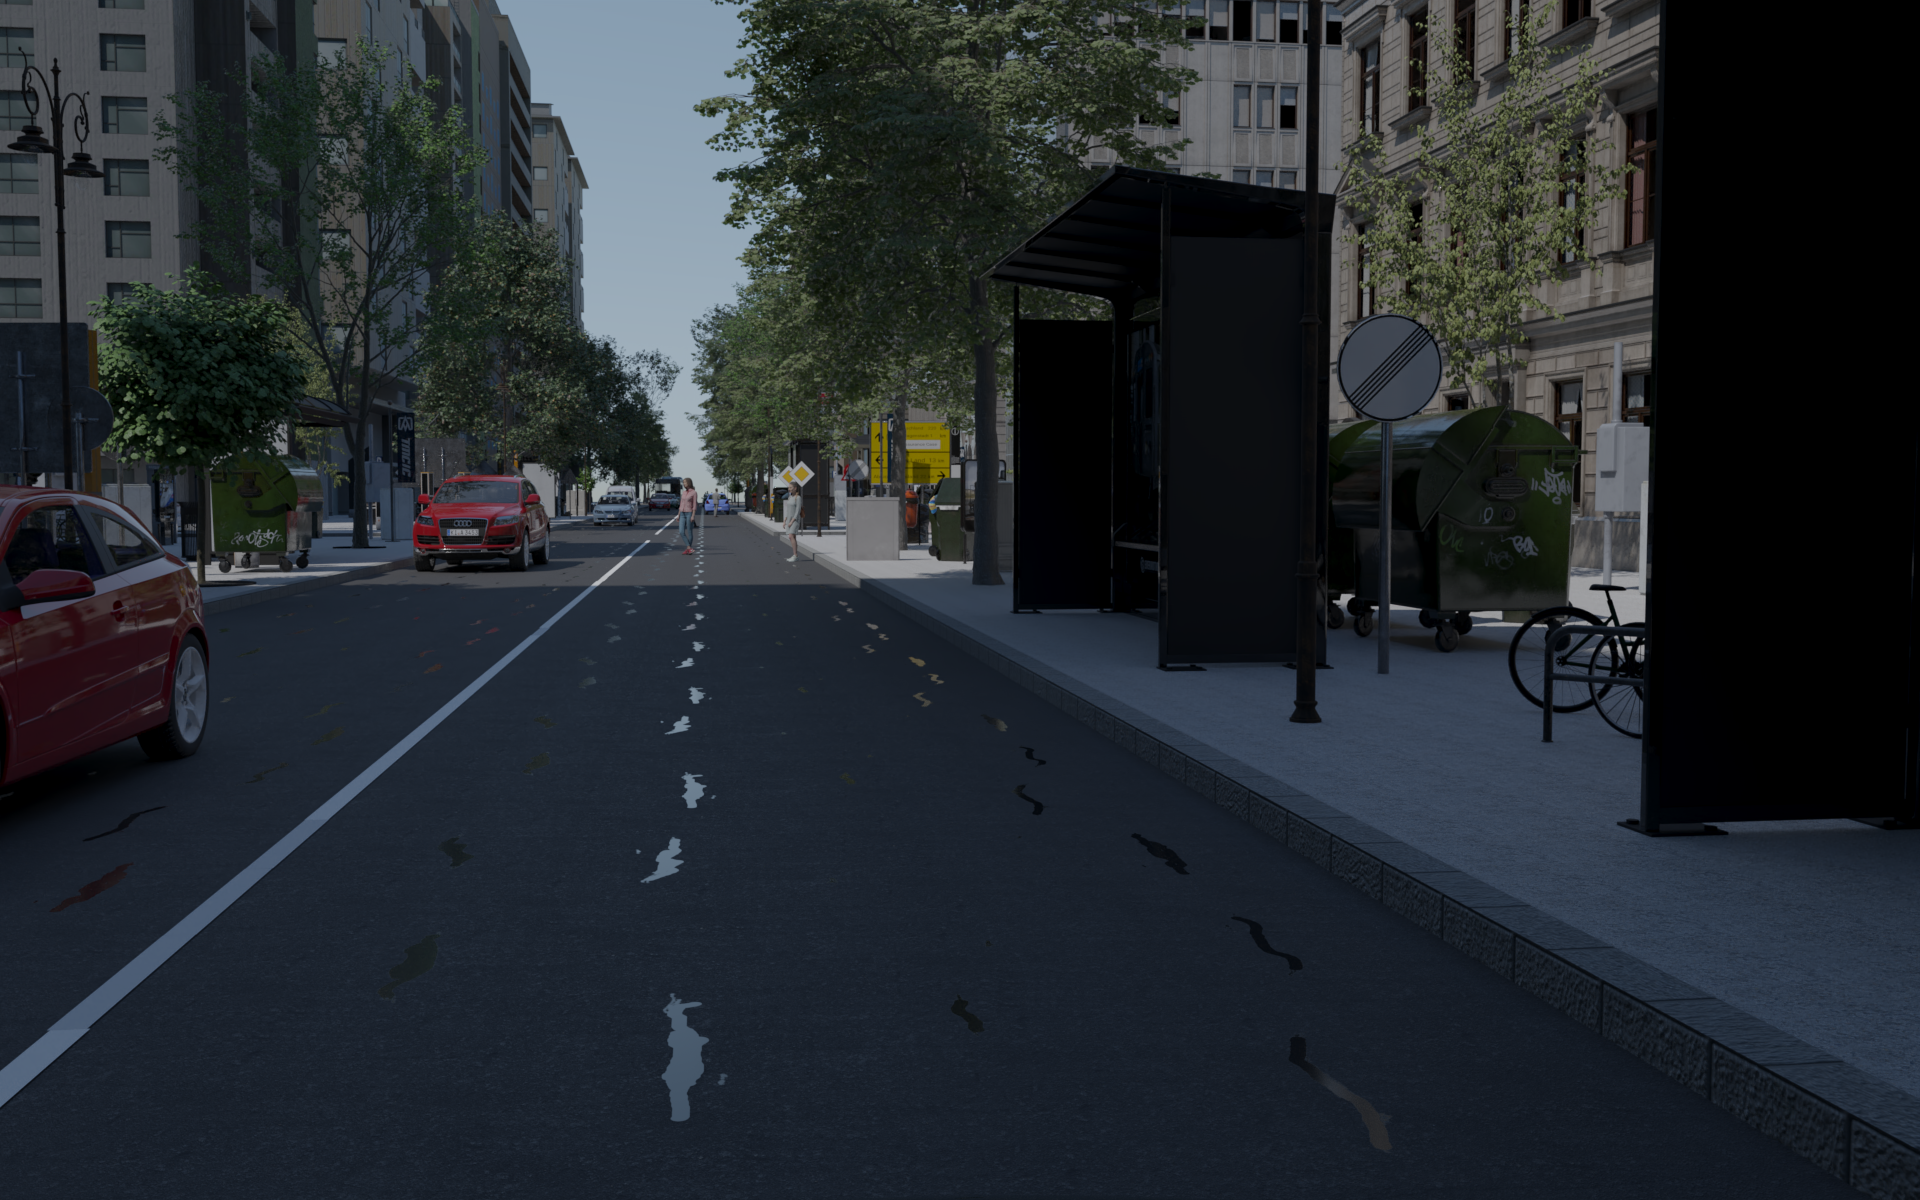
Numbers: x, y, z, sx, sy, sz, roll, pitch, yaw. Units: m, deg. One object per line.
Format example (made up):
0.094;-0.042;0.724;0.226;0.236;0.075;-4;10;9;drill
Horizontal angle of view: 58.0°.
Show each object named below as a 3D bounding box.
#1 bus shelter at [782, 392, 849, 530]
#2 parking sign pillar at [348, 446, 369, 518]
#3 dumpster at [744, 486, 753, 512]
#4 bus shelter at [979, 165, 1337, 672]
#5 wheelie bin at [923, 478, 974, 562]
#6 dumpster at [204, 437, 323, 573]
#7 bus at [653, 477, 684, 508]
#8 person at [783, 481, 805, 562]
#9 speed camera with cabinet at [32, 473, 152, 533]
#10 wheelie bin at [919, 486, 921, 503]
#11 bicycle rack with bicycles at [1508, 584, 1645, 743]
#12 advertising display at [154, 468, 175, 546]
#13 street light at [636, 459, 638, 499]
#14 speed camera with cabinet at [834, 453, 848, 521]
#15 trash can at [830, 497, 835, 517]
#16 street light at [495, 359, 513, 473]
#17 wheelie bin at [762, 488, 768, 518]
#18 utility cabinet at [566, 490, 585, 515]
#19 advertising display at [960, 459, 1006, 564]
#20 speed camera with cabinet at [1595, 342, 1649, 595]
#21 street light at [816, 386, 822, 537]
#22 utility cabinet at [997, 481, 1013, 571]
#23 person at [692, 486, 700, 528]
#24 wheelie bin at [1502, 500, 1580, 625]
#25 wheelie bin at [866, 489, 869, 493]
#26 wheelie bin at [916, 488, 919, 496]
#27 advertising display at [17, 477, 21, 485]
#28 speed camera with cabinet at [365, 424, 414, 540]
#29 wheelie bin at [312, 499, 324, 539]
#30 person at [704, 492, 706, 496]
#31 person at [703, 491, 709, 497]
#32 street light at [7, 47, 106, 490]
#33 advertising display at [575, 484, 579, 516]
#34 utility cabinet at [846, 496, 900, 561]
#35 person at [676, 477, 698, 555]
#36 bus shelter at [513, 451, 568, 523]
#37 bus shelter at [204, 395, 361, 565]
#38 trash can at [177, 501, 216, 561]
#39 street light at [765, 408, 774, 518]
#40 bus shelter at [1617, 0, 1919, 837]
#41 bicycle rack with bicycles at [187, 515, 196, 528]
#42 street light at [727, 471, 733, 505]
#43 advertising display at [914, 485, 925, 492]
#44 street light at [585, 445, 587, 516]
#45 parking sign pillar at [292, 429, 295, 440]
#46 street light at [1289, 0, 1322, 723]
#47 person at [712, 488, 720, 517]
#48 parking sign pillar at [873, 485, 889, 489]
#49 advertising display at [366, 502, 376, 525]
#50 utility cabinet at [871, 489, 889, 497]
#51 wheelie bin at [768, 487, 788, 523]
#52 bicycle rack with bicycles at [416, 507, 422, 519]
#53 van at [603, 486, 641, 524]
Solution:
-5.564;-5.378;65.561;2.179;5.291;8.768;-1;4;-8;bus shelter
-32.494;-6.458;94.063;1.447;3.967;1.447;0;4;1;parking sign pillar
-14.699;-7.167;122.931;1.264;1.857;1.865;-1;4;-8;dumpster
1.507;-1.488;15.605;1.731;3.624;6.357;-1;4;-8;bus shelter
-0.067;-1.543;33.135;0.980;1.594;0.693;2;4;31;wheelie bin
-11.599;-1.613;28.873;1.502;2.255;1.985;-1;4;-8;dumpster
-30.009;-11.276;179.214;2.948;3.499;13.247;0;4;-7;bus
-3.547;-1.679;36.953;0.522;1.701;0.512;-3;4;-38;person
-14.414;-2.097;28.624;0.660;3.252;2.038;2;4;24;speed camera with cabinet
-0.212;-1.697;35.659;0.693;1.594;0.980;2;4;35;wheelie bin
4.258;0.257;9.188;2.925;0.926;2.852;3;5;44;bicycle rack with bicycles
-19.819;-2.322;43.173;0.123;1.923;0.974;0;4;-4;advertising display
-33.004;-12.472;176.712;0.468;5.910;1.993;-1;4;-8;street light
-5.726;-5.441;83.297;0.660;3.252;2.038;0;4;-4;speed camera with cabinet
-7.548;-5.514;101.804;0.748;1.137;0.748;0;3;0;trash can
-15.616;-5.300;59.451;0.468;5.910;1.993;-1;4;-8;street light
-10.258;-5.291;94.408;0.980;1.594;0.693;-1;4;-22;wheelie bin
-23.253;-5.889;104.961;1.173;1.500;0.318;1;4;13;utility cabinet
0.434;-1.639;32.007;0.974;1.923;0.123;-3;4;-36;advertising display
8.882;-1.692;22.008;0.660;3.252;2.038;-1;4;-10;speed camera with cabinet
-4.206;-4.821;51.615;0.468;5.910;1.993;-1;4;-8;street light
0.968;-1.226;28.721;1.173;1.500;0.318;-1;4;-21;utility cabinet
-11.232;-3.923;73.043;0.661;1.777;0.834;3;4;36;person
5.729;-0.574;17.290;0.693;1.594;0.980;3;4;38;wheelie bin
-6.051;-6.254;110.165;0.980;1.594;0.693;-3;5;-39;wheelie bin
-1.328;-3.555;66.028;0.693;1.594;0.980;3;4;37;wheelie bin
-25.125;-2.549;46.885;0.974;1.923;0.123;1;4;21;advertising display
-16.076;-3.326;48.710;0.660;3.252;2.038;-3;5;-42;speed camera with cabinet
-18.794;-2.574;49.990;0.980;1.594;0.693;0;4;-2;wheelie bin
-35.956;-14.390;244.687;0.541;1.710;0.530;1;4;15;person
-35.828;-14.528;245.665;1.348;1.869;0.705;-1;4;-15;person
-9.581;-2.797;18.524;0.468;5.910;1.993;-1;4;-8;street light
-22.536;-5.912;101.882;0.123;1.923;0.974;-1;4;-17;advertising display
-1.685;-1.364;33.457;1.020;1.237;0.306;0;4;-6;utility cabinet
-6.445;-1.977;40.827;0.555;1.821;0.388;1;4;23;person
-18.954;-5.182;78.645;2.014;3.302;5.546;-1;4;-9;bus shelter
-13.185;-2.427;33.600;2.014;3.302;5.546;-1;4;-8;bus shelter
-14.664;-1.326;33.334;0.748;1.137;0.748;0;3;0;trash can
-10.210;-7.329;92.612;0.468;5.910;1.993;-1;4;-8;street light
3.502;-0.749;3.537;1.731;3.624;6.357;-1;4;-8;bus shelter
-29.987;-3.165;65.123;2.925;0.926;2.852;-2;4;-34;bicycle rack with bicycles
-27.586;-14.486;209.630;0.468;5.910;1.993;-1;4;-8;street light
-2.347;-5.634;97.326;0.123;1.923;0.974;-2;4;-25;advertising display
-21.913;-7.860;101.302;0.468;5.910;1.993;-1;4;-8;street light
-23.063;-4.268;58.257;1.447;3.967;1.447;3;5;42;parking sign pillar
1.949;-2.251;9.592;0.468;5.910;1.993;-1;4;-8;street light
-15.074;-6.044;107.526;0.606;1.804;0.583;2;4;25;person
-3.864;-6.233;90.388;1.447;3.967;1.447;-1;4;-12;parking sign pillar
-24.396;-4.067;71.709;0.974;1.923;0.123;-1;4;-16;advertising display
-3.582;-4.208;77.479;0.318;1.500;1.173;-2;4;-34;utility cabinet
-7.997;-4.273;77.764;0.980;1.594;0.693;0;4;-6;wheelie bin
-26.271;-4.553;87.829;2.852;0.926;2.925;0;4;-2;bicycle rack with bicycles
-16.744;-4.792;85.363;2.013;2.044;4.112;-1;4;-10;van
